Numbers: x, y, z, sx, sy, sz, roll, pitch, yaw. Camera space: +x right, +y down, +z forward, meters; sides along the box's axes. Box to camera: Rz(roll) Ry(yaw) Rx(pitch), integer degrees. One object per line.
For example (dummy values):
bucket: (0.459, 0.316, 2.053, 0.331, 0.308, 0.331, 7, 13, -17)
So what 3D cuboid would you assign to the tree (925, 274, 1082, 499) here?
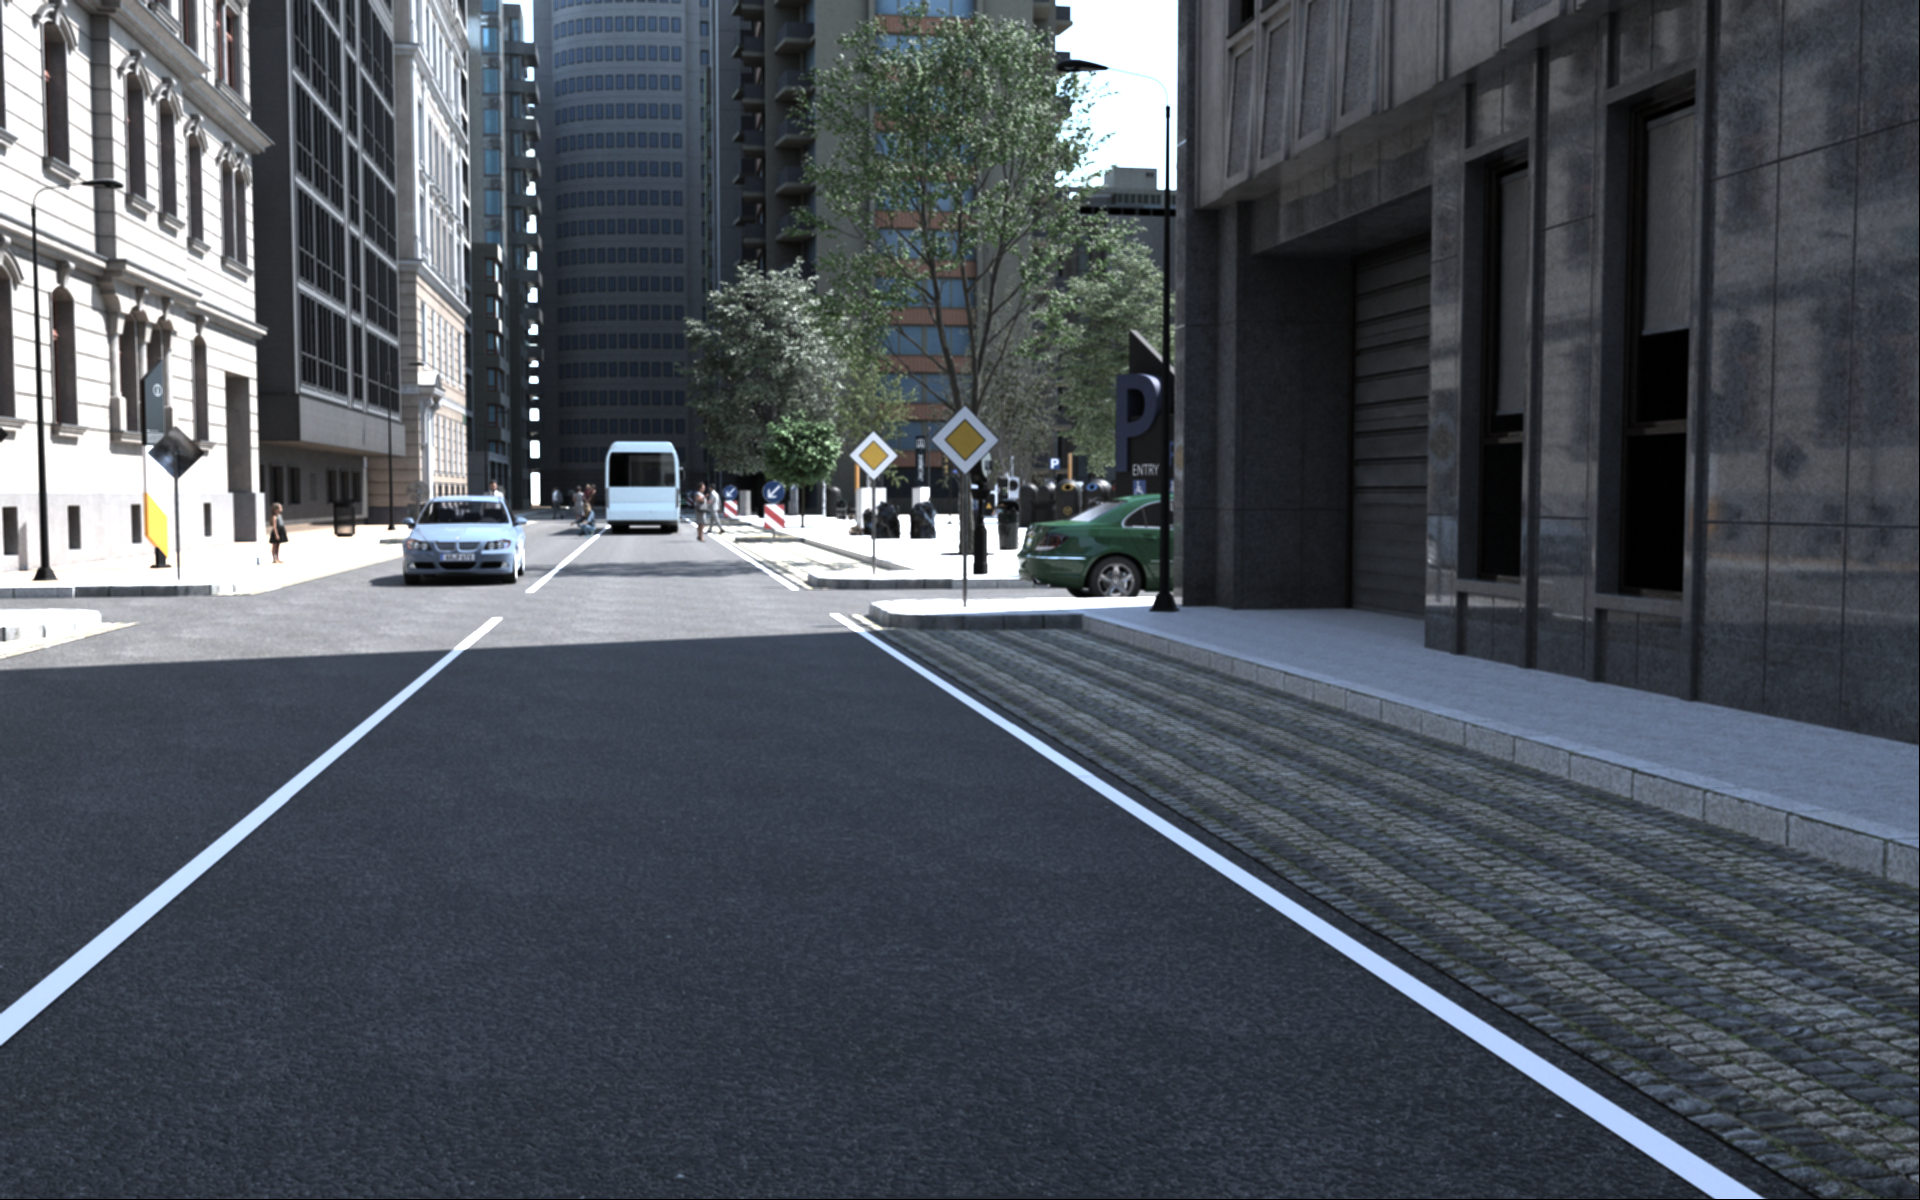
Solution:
tree: (1.787, -6.655, 59.171, 4.360, 8.622, 3.978, 0, 3, 0)

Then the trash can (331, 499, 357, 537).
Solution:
trash can: (-18.477, -2.467, 51.988, 0.748, 1.137, 0.748, 0, 3, 0)

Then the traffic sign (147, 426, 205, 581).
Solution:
traffic sign: (-11.550, -1.340, 25.552, 0.795, 2.450, 0.064, -1, 4, -10)

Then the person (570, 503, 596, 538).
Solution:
person: (-12.229, -2.602, 56.535, 0.738, 1.151, 1.012, -2, 4, -29)

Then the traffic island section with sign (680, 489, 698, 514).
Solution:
traffic island section with sign: (-19.439, -7.285, 127.736, 1.989, 1.847, 2.006, -1, 4, -10)

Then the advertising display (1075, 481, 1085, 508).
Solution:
advertising display: (5.573, -4.838, 84.312, 0.974, 1.923, 0.123, 1, 4, 14)

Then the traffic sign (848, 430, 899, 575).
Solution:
traffic sign: (-1.365, -1.451, 27.361, 0.795, 2.450, 0.064, -1, 4, -10)

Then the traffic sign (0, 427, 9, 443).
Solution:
traffic sign: (-10.132, -0.859, 17.693, 0.795, 2.450, 0.064, -1, 4, -10)

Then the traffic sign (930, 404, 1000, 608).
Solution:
traffic sign: (0.052, -0.970, 19.502, 0.795, 2.450, 0.064, -1, 4, -10)

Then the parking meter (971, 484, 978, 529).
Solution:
parking meter: (0.336, -2.134, 43.295, 0.372, 1.533, 0.369, 0, 3, 0)

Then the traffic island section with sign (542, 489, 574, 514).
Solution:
traffic island section with sign: (-29.414, -7.202, 126.377, 1.989, 1.847, 2.006, -1, 4, -10)

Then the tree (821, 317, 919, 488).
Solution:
tree: (-3.743, -7.413, 71.562, 4.737, 8.622, 4.395, 0, 3, 0)

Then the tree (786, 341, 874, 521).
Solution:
tree: (-6.308, -8.113, 83.007, 4.360, 8.622, 3.978, 0, 3, 0)

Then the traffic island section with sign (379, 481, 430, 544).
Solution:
traffic island section with sign: (-15.688, -2.544, 50.228, 1.989, 1.847, 2.006, -1, 4, -10)

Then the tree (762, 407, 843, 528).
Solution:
tree: (-5.964, -4.980, 65.135, 4.285, 4.588, 4.351, 0, 3, 0)

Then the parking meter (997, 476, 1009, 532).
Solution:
parking meter: (1.373, -3.035, 55.340, 0.255, 1.863, 0.399, -1, 4, -20)

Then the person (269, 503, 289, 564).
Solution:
person: (-13.959, -1.366, 35.498, 0.373, 1.253, 0.362, 1, 4, 9)

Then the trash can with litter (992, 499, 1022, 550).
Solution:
trash can with litter: (1.094, -1.742, 39.868, 0.624, 1.170, 1.055, 0, 4, 8)

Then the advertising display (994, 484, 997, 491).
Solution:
advertising display: (2.156, -5.426, 93.927, 0.123, 1.923, 0.974, -2, 4, -31)

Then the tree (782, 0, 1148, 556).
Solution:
tree: (0.147, -6.754, 36.179, 9.928, 11.665, 9.643, 0, 3, 0)

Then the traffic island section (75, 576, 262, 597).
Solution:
traffic island section: (-11.571, -0.204, 25.609, 2.009, 0.180, 2.903, -1, 4, -10)

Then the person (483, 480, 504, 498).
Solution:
person: (-11.945, -2.178, 44.377, 0.678, 1.792, 0.850, -1, 4, -18)

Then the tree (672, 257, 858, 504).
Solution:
tree: (-10.084, -11.355, 92.313, 9.857, 13.997, 8.962, 0, 3, 0)

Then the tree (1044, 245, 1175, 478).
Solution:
tree: (7.587, -9.829, 78.833, 7.486, 12.596, 7.792, 0, 3, 0)

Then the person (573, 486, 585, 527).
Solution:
person: (-16.491, -4.075, 75.483, 0.716, 1.782, 0.532, 0, 4, -2)

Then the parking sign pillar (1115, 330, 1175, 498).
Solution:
parking sign pillar: (3.051, -2.411, 27.887, 1.447, 3.967, 1.447, -2, 4, -31)

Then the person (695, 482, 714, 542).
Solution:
person: (-7.736, -2.651, 52.210, 0.532, 1.782, 0.716, 0, 4, 3)

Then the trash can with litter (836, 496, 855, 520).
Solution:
trash can with litter: (-5.670, -4.596, 86.540, 1.055, 1.170, 0.624, 1, 4, 15)

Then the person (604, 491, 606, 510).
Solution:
person: (-31.059, -8.745, 152.270, 0.721, 1.735, 1.217, -2, 4, -29)

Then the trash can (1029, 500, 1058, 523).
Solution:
trash can: (2.084, -1.934, 43.281, 0.748, 1.137, 0.748, 0, 3, 0)

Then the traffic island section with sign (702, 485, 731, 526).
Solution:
traffic island section with sign: (-10.499, -4.254, 78.180, 1.989, 1.847, 2.006, -1, 4, -10)

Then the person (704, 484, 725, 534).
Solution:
person: (-8.830, -3.266, 62.175, 0.850, 1.792, 0.678, 1, 4, 11)

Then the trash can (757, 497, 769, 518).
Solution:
trash can: (-10.686, -5.040, 94.052, 0.748, 1.137, 0.748, 0, 3, 0)

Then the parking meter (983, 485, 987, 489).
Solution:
parking meter: (1.338, -5.473, 95.194, 0.399, 1.863, 0.255, 0, 4, -5)

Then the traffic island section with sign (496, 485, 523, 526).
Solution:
traffic island section with sign: (-20.553, -4.195, 77.224, 1.989, 1.847, 2.006, -1, 4, -10)

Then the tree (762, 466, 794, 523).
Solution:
tree: (-8.069, -5.095, 77.907, 1.663, 3.219, 1.824, 0, 3, 0)

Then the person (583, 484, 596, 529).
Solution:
person: (-15.169, -3.829, 71.083, 0.580, 1.828, 0.573, 1, 4, 11)

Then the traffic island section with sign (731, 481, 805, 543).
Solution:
traffic island section with sign: (-5.710, -2.631, 51.652, 1.989, 1.847, 2.006, -1, 4, -10)

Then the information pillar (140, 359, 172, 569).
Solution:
information pillar: (-13.862, -2.352, 29.812, 0.183, 3.616, 0.504, 1, 4, 14)

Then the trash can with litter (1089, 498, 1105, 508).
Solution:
trash can with litter: (2.384, -1.391, 33.807, 1.678, 1.210, 2.233, 3, 4, 39)

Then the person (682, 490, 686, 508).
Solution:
person: (-26.909, -9.758, 167.918, 0.709, 1.838, 0.599, 2, 4, 34)

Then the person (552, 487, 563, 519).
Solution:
person: (-22.997, -5.529, 99.002, 0.850, 1.850, 0.679, 3, 4, 39)
